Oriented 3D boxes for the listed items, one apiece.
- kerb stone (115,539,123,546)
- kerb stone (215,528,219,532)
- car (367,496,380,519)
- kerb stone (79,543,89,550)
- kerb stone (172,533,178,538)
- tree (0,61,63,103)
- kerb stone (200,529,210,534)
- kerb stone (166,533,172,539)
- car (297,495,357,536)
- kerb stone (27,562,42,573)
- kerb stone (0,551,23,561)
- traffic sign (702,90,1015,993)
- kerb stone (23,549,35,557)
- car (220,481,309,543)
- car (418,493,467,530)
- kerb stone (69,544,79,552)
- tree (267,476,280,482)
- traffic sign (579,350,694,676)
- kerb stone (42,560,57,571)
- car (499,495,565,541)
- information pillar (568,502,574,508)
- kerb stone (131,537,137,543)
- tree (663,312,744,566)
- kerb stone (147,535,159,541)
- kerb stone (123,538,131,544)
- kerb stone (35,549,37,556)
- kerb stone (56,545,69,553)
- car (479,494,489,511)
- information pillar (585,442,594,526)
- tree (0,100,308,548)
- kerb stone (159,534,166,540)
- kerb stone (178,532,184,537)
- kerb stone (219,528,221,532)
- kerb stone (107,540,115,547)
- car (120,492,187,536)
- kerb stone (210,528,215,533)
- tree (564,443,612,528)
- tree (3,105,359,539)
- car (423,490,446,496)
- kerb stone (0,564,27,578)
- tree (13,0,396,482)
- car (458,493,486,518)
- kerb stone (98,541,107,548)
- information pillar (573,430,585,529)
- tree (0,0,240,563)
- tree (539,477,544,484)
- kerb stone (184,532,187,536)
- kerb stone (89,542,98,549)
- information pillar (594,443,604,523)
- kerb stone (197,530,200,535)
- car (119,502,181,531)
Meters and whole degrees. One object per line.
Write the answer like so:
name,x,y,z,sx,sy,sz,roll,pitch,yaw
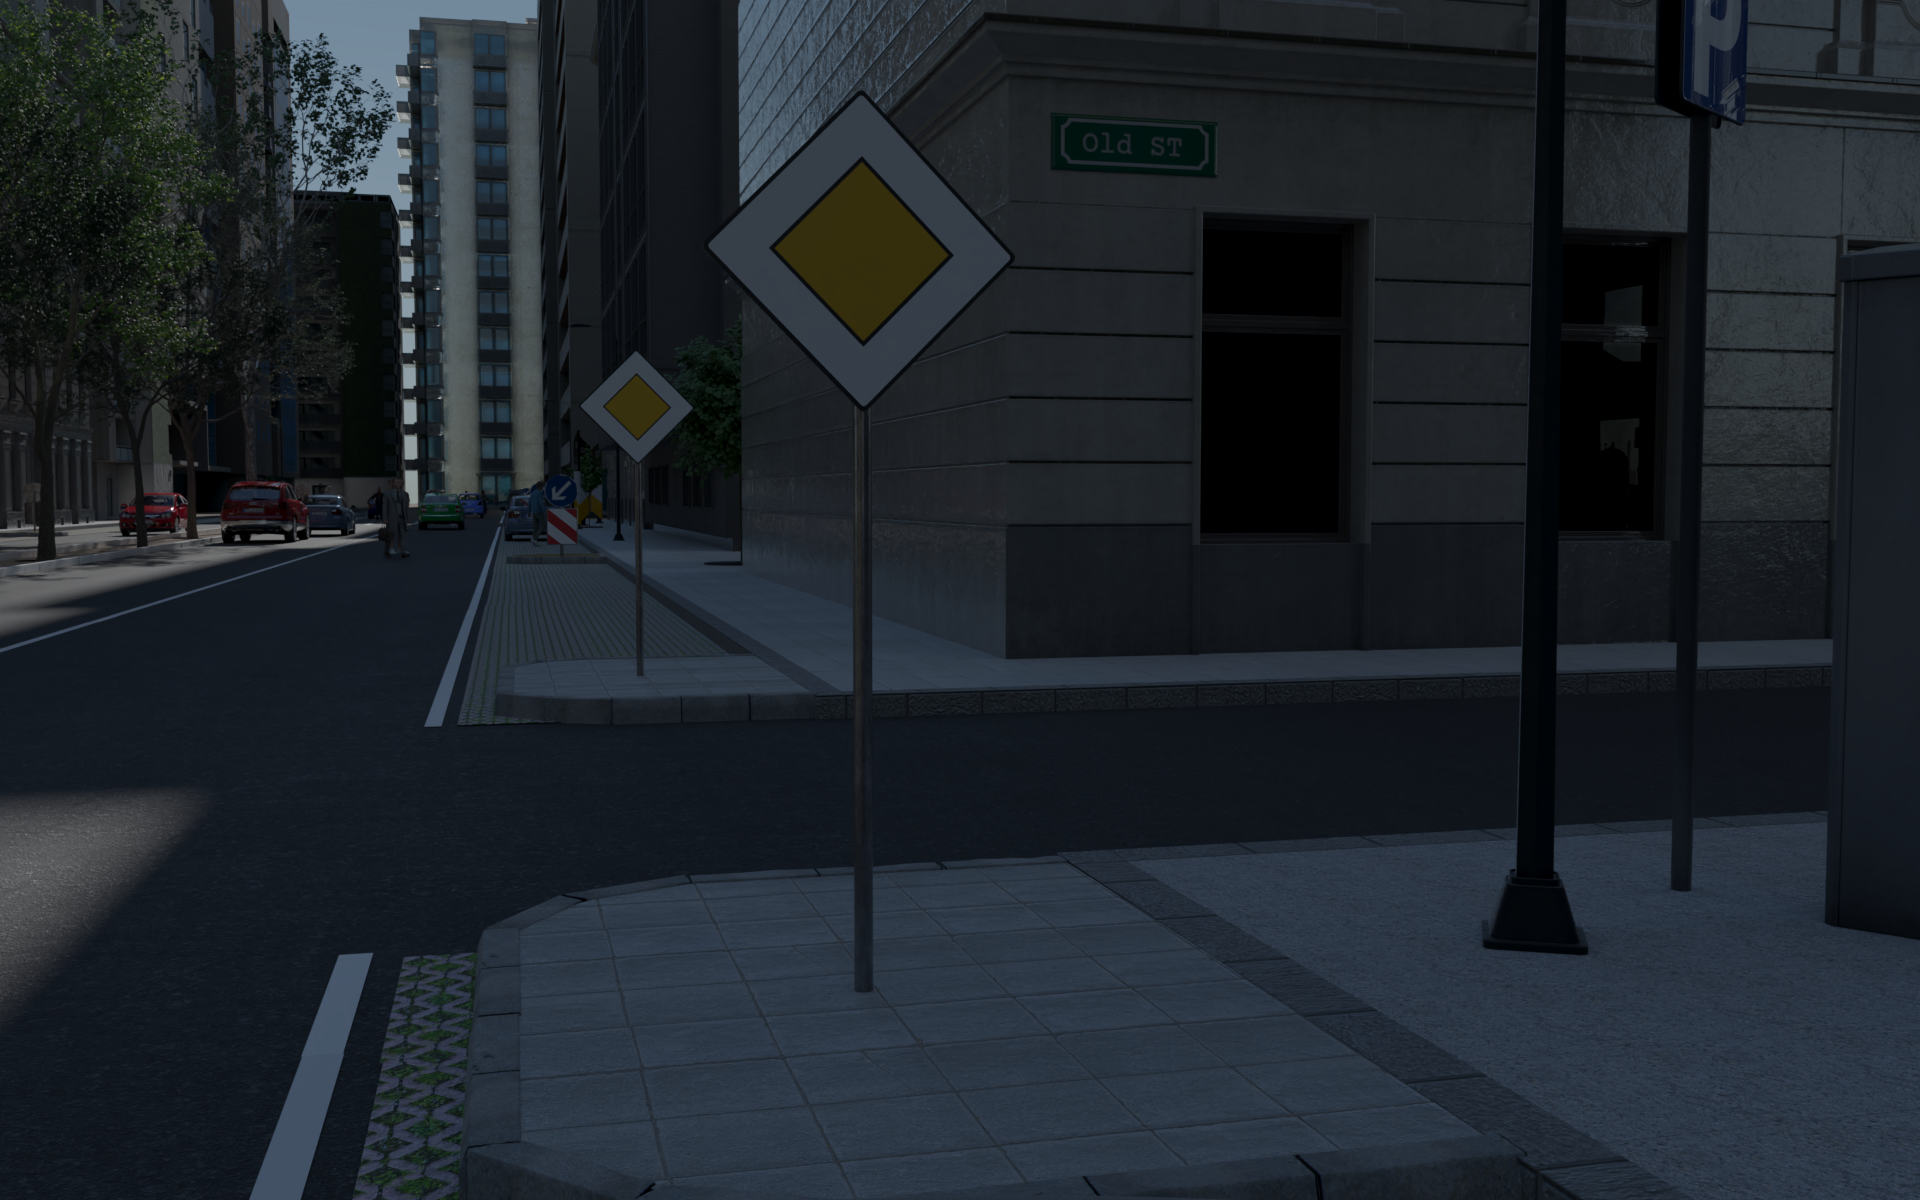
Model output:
kerb stone,-23.456,-1.581,48.052,0.120,0.150,1.000,-1,4,-14
kerb stone,-27.578,-2.552,63.927,0.120,0.150,1.000,-1,4,-14
car,-33.634,-5.418,101.157,1.945,1.354,3.894,-1,4,-16
kerb stone,-22.431,-1.339,44.085,0.120,0.150,1.000,-1,4,-14
kerb stone,-25.518,-2.067,55.989,0.120,0.150,1.000,-1,4,-14
tree,-17.203,-5.542,27.489,8.767,10.594,7.601,-1,4,-14
kerb stone,-27.068,-2.425,61.945,0.120,0.150,1.000,-1,4,-14
kerb stone,-25.259,-2.006,54.993,0.120,0.150,1.000,-1,4,-14
car,-22.115,-2.956,60.328,2.014,1.417,4.499,-1,4,-15
kerb stone,-17.053,-0.582,31.718,0.120,0.150,1.000,-1,4,-14
kerb stone,-20.890,-0.972,38.138,0.120,0.150,1.000,-1,4,-14
traffic sign,-0.252,-0.047,4.415,0.795,2.450,0.064,-1,4,-14
kerb stone,-21.147,-1.036,39.128,0.120,0.150,1.000,-1,4,-14
car,-21.027,-2.680,52.499,2.281,1.827,5.304,-1,4,-14
car,-21.242,-3.805,71.013,1.959,1.807,4.718,-1,4,-15
kerb stone,-22.173,-1.276,43.095,0.120,0.150,1.000,-1,4,-14
tree,-55.149,-8.806,138.580,1.663,3.219,1.824,0,3,0
traffic sign,-2.257,-0.520,12.145,0.795,2.450,0.064,-1,4,-14
kerb stone,-17.305,-0.643,32.709,0.120,0.150,1.000,-1,4,-14
car,-13.253,-2.553,53.747,2.014,1.417,4.499,-1,4,-14
information pillar,-15.890,-4.074,71.102,0.304,2.012,0.304,-2,4,-29
kerb stone,-23.974,-1.702,50.031,0.120,0.150,1.000,-1,4,-14
tree,-4.004,-2.931,31.635,4.285,4.588,4.351,0,3,0
kerb stone,-24.741,-1.883,53.001,0.120,0.150,1.000,-1,4,-14
kerb stone,-23.712,-1.642,49.042,0.120,0.150,1.000,-1,4,-14
kerb stone,-21.397,-1.096,40.120,0.120,0.150,1.000,-1,4,-14
kerb stone,-21.915,-1.217,42.098,0.120,0.150,1.000,-1,4,-14
car,-40.522,-8.143,145.145,2.014,1.417,4.499,-1,4,-14
information pillar,-15.191,-4.814,70.070,0.504,3.616,0.183,-3,5,-40
tree,-21.342,-6.620,45.107,8.767,10.594,7.601,-1,4,-14
kerb stone,-25.002,-1.943,53.990,0.120,0.150,1.000,-1,4,-14
kerb stone,-25.776,-2.125,56.978,0.120,0.150,1.000,-1,4,-14
kerb stone,-27.830,-2.614,64.929,0.120,0.150,1.000,-1,4,-14
kerb stone,-23.201,-1.521,47.062,0.120,0.150,1.000,-1,4,-14
car,-28.272,-3.179,61.014,2.155,1.783,4.494,-1,4,-14
kerb stone,-27.318,-2.492,62.936,0.120,0.150,1.000,-1,4,-14
tree,-14.251,-4.358,65.860,1.663,3.219,1.824,0,3,0
tree,-24.314,-8.663,54.462,12.009,13.543,11.850,0,3,0
car,-44.982,-8.574,148.864,2.281,1.827,5.304,-1,4,-16
kerb stone,-16.796,-0.522,30.725,0.120,0.150,1.000,-1,4,-14
tree,-28.383,-12.701,66.003,12.611,20.169,13.585,0,3,0
car,-29.733,-5.832,104.948,1.945,1.707,3.694,-1,4,-15
kerb stone,-22.943,-1.453,46.073,0.120,0.150,1.000,-1,4,-14
information pillar,-14.004,-4.405,63.373,0.183,3.616,0.504,-2,4,-31
tree,-19.131,-6.598,36.098,9.928,11.665,9.643,0,3,0
tree,-38.455,-10.151,160.571,1.663,3.219,1.824,0,3,0
kerb stone,-26.042,-2.188,57.973,0.120,0.150,1.000,-1,4,-14
kerb stone,-22.688,-1.391,45.075,0.120,0.150,1.000,-1,4,-14
information pillar,-15.883,-5.163,75.768,0.504,3.616,0.183,0,4,3
kerb stone,-26.548,-2.310,59.963,0.120,0.150,1.000,-1,4,-14
car,-31.480,-3.351,67.363,1.945,1.354,3.894,-1,4,-14
